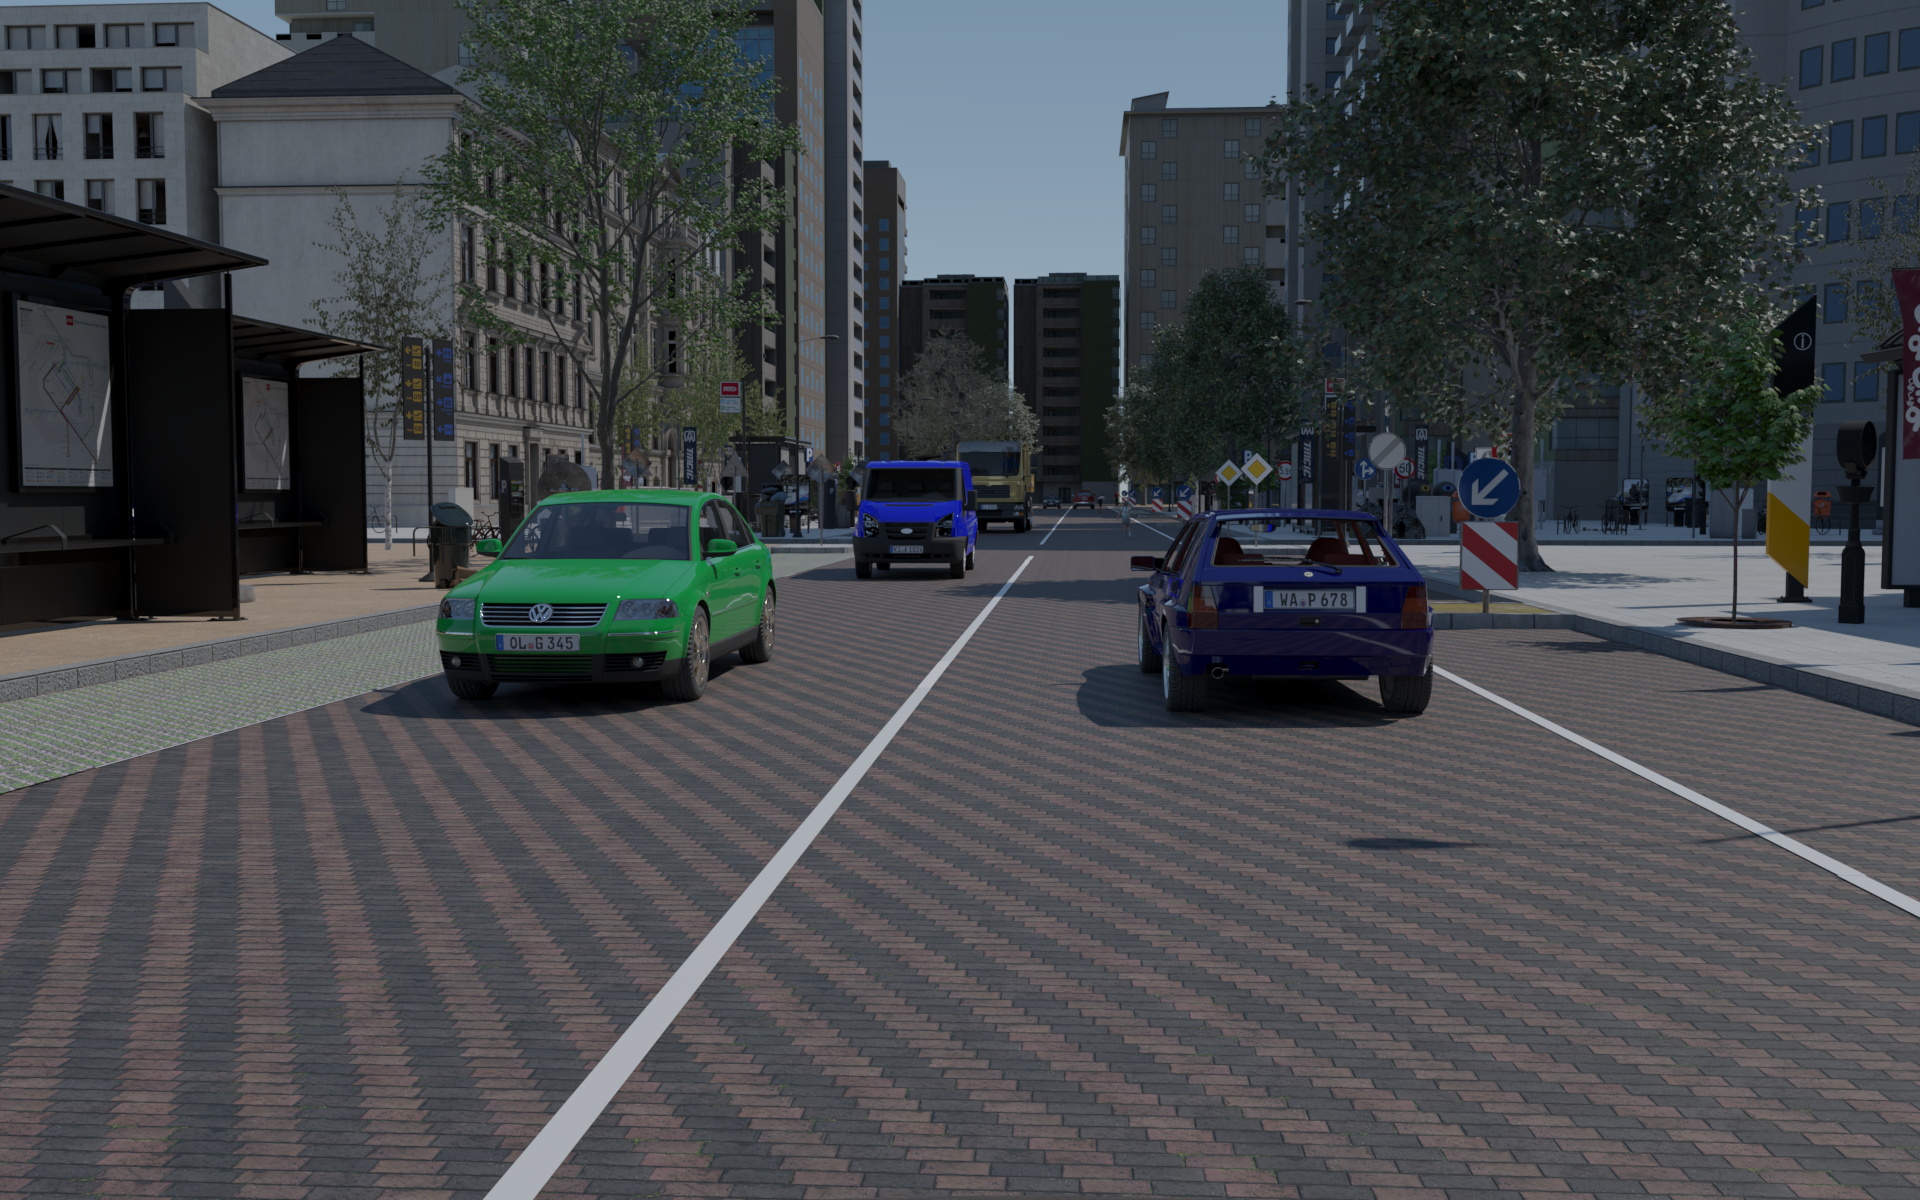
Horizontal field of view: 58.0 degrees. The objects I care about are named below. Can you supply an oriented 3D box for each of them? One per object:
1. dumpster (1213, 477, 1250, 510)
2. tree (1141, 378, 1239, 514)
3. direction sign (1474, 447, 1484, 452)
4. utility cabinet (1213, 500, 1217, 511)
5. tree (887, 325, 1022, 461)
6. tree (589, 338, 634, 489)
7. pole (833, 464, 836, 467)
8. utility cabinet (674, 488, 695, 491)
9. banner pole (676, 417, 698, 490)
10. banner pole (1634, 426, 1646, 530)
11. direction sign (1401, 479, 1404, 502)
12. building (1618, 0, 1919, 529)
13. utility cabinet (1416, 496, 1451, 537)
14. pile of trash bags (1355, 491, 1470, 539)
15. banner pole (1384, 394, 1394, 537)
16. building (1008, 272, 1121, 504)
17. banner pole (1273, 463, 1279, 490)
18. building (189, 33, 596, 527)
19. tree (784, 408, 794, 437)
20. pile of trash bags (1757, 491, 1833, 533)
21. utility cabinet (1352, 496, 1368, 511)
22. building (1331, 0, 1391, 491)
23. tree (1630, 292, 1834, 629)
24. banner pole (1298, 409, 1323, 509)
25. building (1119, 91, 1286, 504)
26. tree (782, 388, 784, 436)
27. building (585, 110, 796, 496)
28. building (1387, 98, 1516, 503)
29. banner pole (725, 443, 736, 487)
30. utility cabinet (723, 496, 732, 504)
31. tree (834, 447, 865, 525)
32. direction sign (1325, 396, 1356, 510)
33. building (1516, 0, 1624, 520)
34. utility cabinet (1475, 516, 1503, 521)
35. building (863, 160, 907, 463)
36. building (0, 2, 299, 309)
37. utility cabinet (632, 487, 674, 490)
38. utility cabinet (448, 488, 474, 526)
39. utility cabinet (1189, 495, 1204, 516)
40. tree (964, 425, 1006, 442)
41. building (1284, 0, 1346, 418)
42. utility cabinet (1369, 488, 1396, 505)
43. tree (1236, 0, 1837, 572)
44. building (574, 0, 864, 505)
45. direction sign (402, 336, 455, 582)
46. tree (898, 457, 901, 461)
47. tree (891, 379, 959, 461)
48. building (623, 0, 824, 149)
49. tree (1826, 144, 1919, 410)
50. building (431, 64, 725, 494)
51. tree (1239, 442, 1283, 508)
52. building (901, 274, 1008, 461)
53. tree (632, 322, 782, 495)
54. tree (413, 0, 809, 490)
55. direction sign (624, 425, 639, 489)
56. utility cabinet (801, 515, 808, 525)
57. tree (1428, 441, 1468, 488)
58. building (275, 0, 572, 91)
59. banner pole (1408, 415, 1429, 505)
[{"bbox_3d":[11.443,-4.296,72.739,1.502,2.255,1.985,0,4,4],"label":"dumpster"},{"bbox_3d":[13.440,-8.962,96.894,4.737,8.622,4.395,0,3,0],"label":"tree"},{"bbox_3d":[25.095,-5.619,83.872,0.379,3.537,0.876,-1,4,-11],"label":"direction sign"},{"bbox_3d":[14.958,-5.360,98.794,1.020,1.237,0.306,-1,4,-9],"label":"utility cabinet"},{"bbox_3d":[-0.297,-13.133,125.099,12.009,13.543,11.850,0,3,0],"label":"tree"},{"bbox_3d":[-14.755,-7.783,77.614,4.737,8.622,4.395,0,3,0],"label":"tree"},{"bbox_3d":[-8.551,-7.580,117.774,0.158,3.312,0.155,0,3,0],"label":"pole"},{"bbox_3d":[-10.256,-3.333,63.178,1.173,1.500,0.318,2,4,25],"label":"utility cabinet"},{"bbox_3d":[-8.955,-4.067,56.512,0.863,3.779,0.401,-2,4,-29],"label":"banner pole"},{"bbox_3d":[24.302,-4.383,61.683,0.401,3.779,0.863,1,4,14],"label":"banner pole"},{"bbox_3d":[25.332,-6.559,99.229,0.379,3.537,0.876,0,4,4],"label":"direction sign"},{"bbox_3d":[44.217,-32.282,69.814,28.212,58.520,21.231,0,4,4],"label":"building"},{"bbox_3d":[14.183,-2.492,51.912,1.020,1.237,0.306,-1,4,-18],"label":"utility cabinet"},{"bbox_3d":[12.975,-2.454,49.881,3.447,1.369,1.912,1,4,13],"label":"pile of trash bags"},{"bbox_3d":[9.555,-2.972,38.617,0.401,3.779,0.863,2,4,29],"label":"banner pole"},{"bbox_3d":[14.065,-27.969,228.996,14.107,30.474,14.160,0,4,4],"label":"building"},{"bbox_3d":[22.704,-8.157,123.382,0.863,3.779,0.401,2,4,25],"label":"banner pole"},{"bbox_3d":[-23.209,-12.877,75.159,10.561,19.102,19.286,0,4,4],"label":"building"},{"bbox_3d":[-12.590,-9.896,112.168,4.737,8.622,4.395,0,3,0],"label":"tree"},{"bbox_3d":[27.518,-2.976,58.407,3.447,1.369,1.912,2,4,33],"label":"pile of trash bags"},{"bbox_3d":[15.124,-3.340,65.776,0.306,1.237,1.020,-1,4,-14],"label":"utility cabinet"},{"bbox_3d":[42.328,-31.772,139.088,23.786,49.044,30.456,0,4,4],"label":"building"},{"bbox_3d":[7.581,-1.351,16.693,1.663,3.219,1.824,0,3,0],"label":"tree"},{"bbox_3d":[10.266,-3.696,50.453,0.863,3.779,0.401,0,4,-6],"label":"banner pole"},{"bbox_3d":[35.510,-39.478,234.703,27.495,52.752,28.713,0,4,4],"label":"building"},{"bbox_3d":[-11.999,-8.225,84.837,4.737,8.622,4.395,0,3,0],"label":"tree"},{"bbox_3d":[-20.796,-22.174,134.246,14.160,30.474,14.107,0,4,4],"label":"building"},{"bbox_3d":[35.709,-21.068,116.163,14.160,30.474,14.107,0,4,4],"label":"building"},{"bbox_3d":[-10.193,-5.338,77.290,0.863,3.779,0.401,2,4,34],"label":"banner pole"},{"bbox_3d":[-8.195,-2.941,59.245,0.306,1.237,1.020,2,4,27],"label":"utility cabinet"},{"bbox_3d":[-4.627,-4.731,71.949,1.663,3.219,1.824,0,3,0],"label":"tree"},{"bbox_3d":[8.849,-2.955,40.313,0.379,3.537,0.876,-3,4,-37],"label":"direction sign"},{"bbox_3d":[36.359,-24.819,89.381,14.154,41.232,14.086,0,4,4],"label":"building"},{"bbox_3d":[15.349,-2.498,49.518,1.173,1.500,0.318,3,4,37],"label":"utility cabinet"},{"bbox_3d":[-14.702,-35.574,231.753,14.200,45.320,14.600,0,4,4],"label":"building"},{"bbox_3d":[-37.305,-13.255,71.479,16.860,20.320,10.420,0,4,4],"label":"building"},{"bbox_3d":[-9.226,-2.639,51.824,1.173,1.500,0.318,-3,5,-44],"label":"utility cabinet"},{"bbox_3d":[-17.517,-3.185,60.761,0.318,1.500,1.173,1,4,15],"label":"utility cabinet"},{"bbox_3d":[13.867,-5.517,101.366,0.306,1.237,1.020,-2,4,-35],"label":"utility cabinet"},{"bbox_3d":[2.495,-13.388,169.259,4.737,8.622,4.395,0,3,0],"label":"tree"},{"bbox_3d":[42.608,-38.395,169.758,21.231,58.520,28.212,0,4,4],"label":"building"},{"bbox_3d":[14.310,-3.061,58.723,0.318,1.500,1.173,-1,4,-19],"label":"utility cabinet"},{"bbox_3d":[9.402,-6.814,28.417,9.611,12.733,9.660,0,3,0],"label":"tree"},{"bbox_3d":[-24.432,-38.918,178.305,28.212,58.520,21.231,0,4,4],"label":"building"},{"bbox_3d":[-7.745,-2.037,25.299,0.379,3.537,0.876,2,4,35],"label":"direction sign"},{"bbox_3d":[-3.033,-5.794,89.333,1.663,3.219,1.824,0,3,0],"label":"tree"},{"bbox_3d":[-2.004,-9.775,110.189,4.360,8.622,3.978,0,3,0],"label":"tree"},{"bbox_3d":[-19.492,-30.444,147.863,14.600,45.320,14.200,0,4,4],"label":"building"},{"bbox_3d":[20.740,-5.316,37.280,4.360,8.622,3.978,0,3,0],"label":"tree"},{"bbox_3d":[-22.694,-17.302,101.973,14.460,24.649,34.723,0,4,4],"label":"building"},{"bbox_3d":[11.098,-4.258,64.225,1.663,3.219,1.824,0,3,0],"label":"tree"},{"bbox_3d":[-0.618,-28.075,230.721,14.107,30.474,14.160,0,4,4],"label":"building"},{"bbox_3d":[-10.506,-7.468,72.462,4.737,8.622,4.395,0,3,0],"label":"tree"},{"bbox_3d":[-6.548,-6.512,32.223,9.928,11.665,9.643,0,3,0],"label":"tree"},{"bbox_3d":[-10.764,-3.968,56.868,0.379,3.537,0.876,1,4,22],"label":"direction sign"},{"bbox_3d":[-6.726,-3.785,70.565,1.173,1.500,0.318,-3,5,-43],"label":"utility cabinet"},{"bbox_3d":[30.139,-7.549,107.135,4.285,4.588,4.351,0,3,0],"label":"tree"},{"bbox_3d":[-52.890,-35.943,176.899,27.495,52.752,28.713,0,4,4],"label":"building"},{"bbox_3d":[14.459,-3.967,54.871,0.863,3.779,0.401,-1,4,-9],"label":"banner pole"}]
